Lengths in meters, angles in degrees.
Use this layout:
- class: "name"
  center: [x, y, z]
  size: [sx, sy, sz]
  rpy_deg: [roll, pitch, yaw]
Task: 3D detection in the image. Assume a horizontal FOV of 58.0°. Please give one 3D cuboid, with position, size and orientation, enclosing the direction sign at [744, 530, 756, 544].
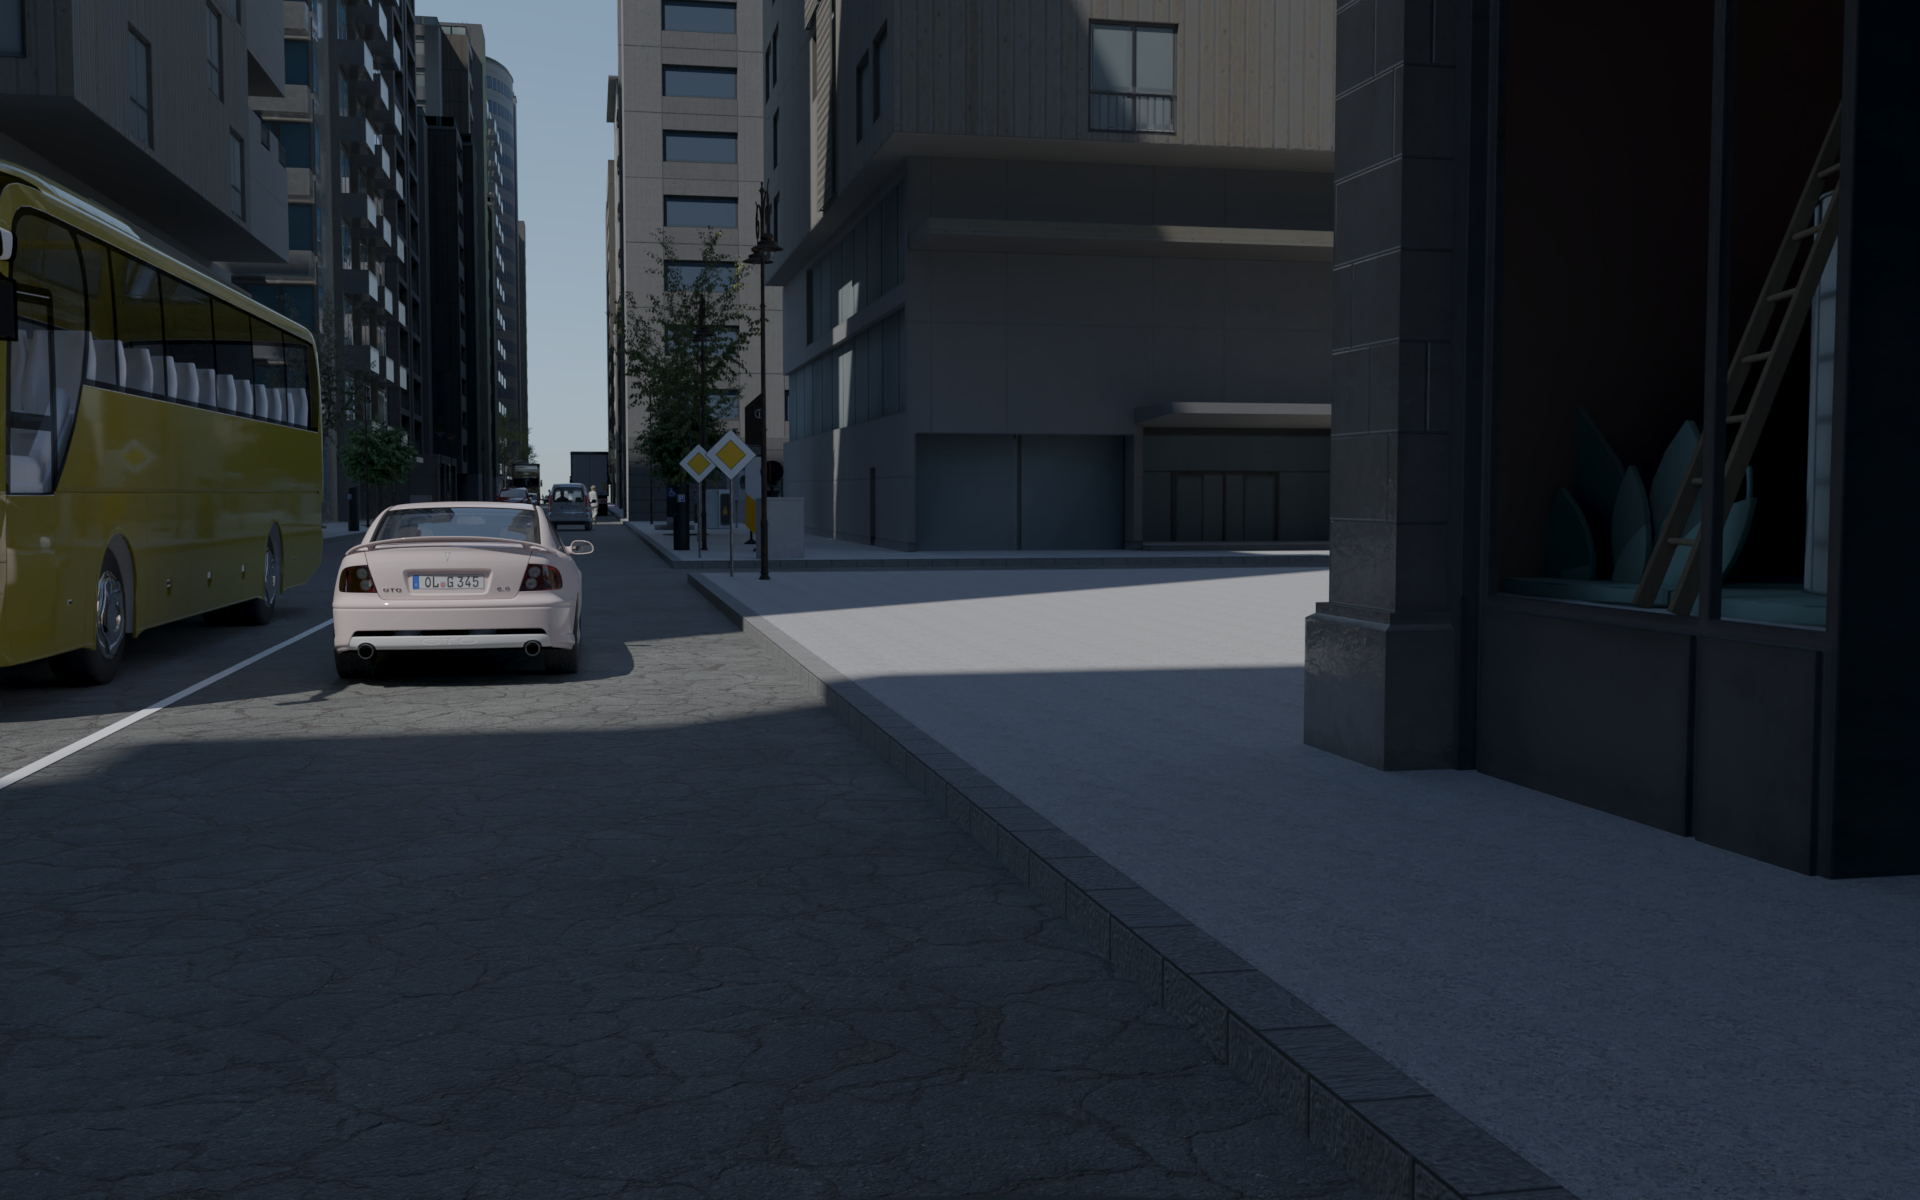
- class: "direction sign"
  center: [-5.347, -3.197, 44.276]
  size: [0.379, 3.537, 0.876]
  rpy_deg: [-1, 4, -8]

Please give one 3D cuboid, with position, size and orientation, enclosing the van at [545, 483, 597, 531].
- class: "van"
  center: [-15.446, -3.770, 68.652]
  size: [2.013, 2.044, 4.112]
  rpy_deg: [-1, 4, -11]

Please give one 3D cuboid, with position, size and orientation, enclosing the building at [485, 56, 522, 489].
- class: "building"
  center: [-69.482, -41.986, 228.465]
  size: [21.231, 58.520, 28.212]
  rpy_deg: [-1, 4, -12]

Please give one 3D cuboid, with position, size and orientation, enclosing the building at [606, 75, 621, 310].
- class: "building"
  center: [-29.233, -38.389, 216.894]
  size: [28.713, 52.752, 27.495]
  rpy_deg: [-1, 4, -12]

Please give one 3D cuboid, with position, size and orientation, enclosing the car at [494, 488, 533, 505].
- class: "car"
  center: [-26.833, -5.843, 104.208]
  size: [2.281, 1.827, 5.304]
  rpy_deg: [-1, 4, -12]

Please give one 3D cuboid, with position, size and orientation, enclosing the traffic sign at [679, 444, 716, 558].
- class: "traffic sign"
  center: [-5.217, -1.896, 34.636]
  size: [0.795, 2.450, 0.064]
  rpy_deg: [-1, 4, -12]

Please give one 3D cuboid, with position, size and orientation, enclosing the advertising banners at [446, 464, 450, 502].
- class: "advertising banners"
  center: [-28.767, -6.189, 97.375]
  size: [0.090, 3.025, 2.074]
  rpy_deg: [-1, 4, -10]

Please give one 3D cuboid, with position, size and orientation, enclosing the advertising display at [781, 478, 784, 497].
- class: "advertising display"
  center: [-6.725, -3.931, 69.493]
  size: [0.974, 1.923, 0.123]
  rpy_deg: [-3, 4, -36]

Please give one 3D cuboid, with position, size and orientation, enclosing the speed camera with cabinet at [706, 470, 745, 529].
- class: "speed camera with cabinet"
  center: [-8.615, -4.273, 64.196]
  size: [0.660, 3.252, 2.038]
  rpy_deg: [2, 4, 27]

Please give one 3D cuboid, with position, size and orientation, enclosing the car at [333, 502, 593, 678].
- class: "car"
  center: [-4.236, -0.161, 15.000]
  size: [2.083, 1.381, 4.827]
  rpy_deg: [-1, 4, -12]

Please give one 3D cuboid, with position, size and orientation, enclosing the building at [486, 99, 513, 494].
- class: "building"
  center: [-64.267, -35.447, 199.165]
  size: [23.786, 49.044, 30.456]
  rpy_deg: [-1, 4, -12]

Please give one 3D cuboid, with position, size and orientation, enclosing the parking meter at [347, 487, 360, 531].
- class: "parking meter"
  center: [-20.885, -3.132, 59.623]
  size: [0.372, 1.533, 0.369]
  rpy_deg: [0, 3, 0]

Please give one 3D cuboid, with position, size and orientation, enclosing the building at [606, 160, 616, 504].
- class: "building"
  center: [-37.872, -37.722, 240.463]
  size: [21.300, 48.544, 21.600]
  rpy_deg: [-1, 4, -12]

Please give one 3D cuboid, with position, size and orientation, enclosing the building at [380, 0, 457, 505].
- class: "building"
  center: [-44.159, -41.228, 112.324]
  size: [20.563, 71.187, 20.611]
  rpy_deg: [-1, 4, -12]

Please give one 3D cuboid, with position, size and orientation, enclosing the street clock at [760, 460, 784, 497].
- class: "street clock"
  center: [-4.052, -2.005, 37.358]
  size: [0.471, 2.002, 0.358]
  rpy_deg: [-1, 4, -19]

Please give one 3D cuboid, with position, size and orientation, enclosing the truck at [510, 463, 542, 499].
- class: "truck"
  center: [-40.053, -10.468, 160.068]
  size: [2.839, 4.237, 11.283]
  rpy_deg: [-1, 4, -14]

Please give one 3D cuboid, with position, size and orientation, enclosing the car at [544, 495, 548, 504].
- class: "car"
  center: [-61.053, -14.997, 257.782]
  size: [1.945, 1.354, 3.894]
  rpy_deg: [-1, 4, -10]

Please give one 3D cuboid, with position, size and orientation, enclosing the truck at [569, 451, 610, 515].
- class: "truck"
  center: [-25.412, -7.950, 118.892]
  size: [2.839, 4.237, 11.283]
  rpy_deg: [-1, 4, -12]

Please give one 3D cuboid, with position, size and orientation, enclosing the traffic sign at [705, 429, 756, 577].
- class: "traffic sign"
  center: [-3.546, -1.418, 26.827]
  size: [0.795, 2.450, 0.064]
  rpy_deg: [-1, 4, -12]

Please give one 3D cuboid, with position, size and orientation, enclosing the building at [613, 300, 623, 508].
- class: "building"
  center: [-19.949, -19.974, 171.611]
  size: [27.650, 21.520, 28.899]
  rpy_deg: [-1, 4, -12]

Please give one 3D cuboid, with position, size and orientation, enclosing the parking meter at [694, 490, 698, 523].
- class: "parking meter"
  center: [-11.589, -4.175, 76.677]
  size: [0.372, 1.533, 0.369]
  rpy_deg: [0, 3, 0]

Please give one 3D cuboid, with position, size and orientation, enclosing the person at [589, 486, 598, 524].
- class: "person"
  center: [-17.695, -4.598, 83.552]
  size: [0.514, 1.842, 0.818]
  rpy_deg: [1, 4, 13]

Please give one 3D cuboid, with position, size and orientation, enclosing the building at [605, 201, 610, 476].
- class: "building"
  center: [-45.541, -37.194, 258.233]
  size: [14.600, 45.320, 14.200]
  rpy_deg: [-1, 4, -12]

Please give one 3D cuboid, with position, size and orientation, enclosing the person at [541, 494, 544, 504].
- class: "person"
  center: [-57.837, -13.983, 240.337]
  size: [0.599, 1.433, 0.991]
  rpy_deg: [3, 5, 43]

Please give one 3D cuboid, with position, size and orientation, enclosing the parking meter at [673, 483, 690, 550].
- class: "parking meter"
  center: [-6.361, -1.904, 39.540]
  size: [0.372, 1.533, 0.369]
  rpy_deg: [0, 3, 0]

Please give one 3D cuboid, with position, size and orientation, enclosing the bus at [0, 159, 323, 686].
- class: "bus"
  center: [-8.195, -1.491, 15.930]
  size: [2.896, 3.916, 12.252]
  rpy_deg: [-1, 4, -11]

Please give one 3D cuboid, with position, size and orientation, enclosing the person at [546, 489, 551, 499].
- class: "person"
  center: [-35.799, -8.705, 150.690]
  size: [0.599, 1.838, 0.709]
  rpy_deg: [-2, 4, -24]

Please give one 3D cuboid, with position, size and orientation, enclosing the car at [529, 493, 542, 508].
- class: "car"
  center: [-30.433, -6.893, 121.740]
  size: [2.155, 1.783, 4.494]
  rpy_deg: [-1, 4, -11]

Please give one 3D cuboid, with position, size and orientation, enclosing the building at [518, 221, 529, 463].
- class: "building"
  center: [-70.000, -34.674, 250.511]
  size: [14.154, 41.232, 14.086]
  rpy_deg: [-1, 4, -12]

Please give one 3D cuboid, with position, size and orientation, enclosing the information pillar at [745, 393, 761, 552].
- class: "information pillar"
  center: [-4.538, -2.890, 38.612]
  size: [0.504, 3.616, 0.183]
  rpy_deg: [-1, 4, -10]

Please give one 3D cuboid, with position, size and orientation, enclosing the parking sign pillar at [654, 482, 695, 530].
- class: "parking sign pillar"
  center: [-10.256, -4.508, 62.175]
  size: [1.447, 3.967, 1.447]
  rpy_deg: [0, 4, -1]
